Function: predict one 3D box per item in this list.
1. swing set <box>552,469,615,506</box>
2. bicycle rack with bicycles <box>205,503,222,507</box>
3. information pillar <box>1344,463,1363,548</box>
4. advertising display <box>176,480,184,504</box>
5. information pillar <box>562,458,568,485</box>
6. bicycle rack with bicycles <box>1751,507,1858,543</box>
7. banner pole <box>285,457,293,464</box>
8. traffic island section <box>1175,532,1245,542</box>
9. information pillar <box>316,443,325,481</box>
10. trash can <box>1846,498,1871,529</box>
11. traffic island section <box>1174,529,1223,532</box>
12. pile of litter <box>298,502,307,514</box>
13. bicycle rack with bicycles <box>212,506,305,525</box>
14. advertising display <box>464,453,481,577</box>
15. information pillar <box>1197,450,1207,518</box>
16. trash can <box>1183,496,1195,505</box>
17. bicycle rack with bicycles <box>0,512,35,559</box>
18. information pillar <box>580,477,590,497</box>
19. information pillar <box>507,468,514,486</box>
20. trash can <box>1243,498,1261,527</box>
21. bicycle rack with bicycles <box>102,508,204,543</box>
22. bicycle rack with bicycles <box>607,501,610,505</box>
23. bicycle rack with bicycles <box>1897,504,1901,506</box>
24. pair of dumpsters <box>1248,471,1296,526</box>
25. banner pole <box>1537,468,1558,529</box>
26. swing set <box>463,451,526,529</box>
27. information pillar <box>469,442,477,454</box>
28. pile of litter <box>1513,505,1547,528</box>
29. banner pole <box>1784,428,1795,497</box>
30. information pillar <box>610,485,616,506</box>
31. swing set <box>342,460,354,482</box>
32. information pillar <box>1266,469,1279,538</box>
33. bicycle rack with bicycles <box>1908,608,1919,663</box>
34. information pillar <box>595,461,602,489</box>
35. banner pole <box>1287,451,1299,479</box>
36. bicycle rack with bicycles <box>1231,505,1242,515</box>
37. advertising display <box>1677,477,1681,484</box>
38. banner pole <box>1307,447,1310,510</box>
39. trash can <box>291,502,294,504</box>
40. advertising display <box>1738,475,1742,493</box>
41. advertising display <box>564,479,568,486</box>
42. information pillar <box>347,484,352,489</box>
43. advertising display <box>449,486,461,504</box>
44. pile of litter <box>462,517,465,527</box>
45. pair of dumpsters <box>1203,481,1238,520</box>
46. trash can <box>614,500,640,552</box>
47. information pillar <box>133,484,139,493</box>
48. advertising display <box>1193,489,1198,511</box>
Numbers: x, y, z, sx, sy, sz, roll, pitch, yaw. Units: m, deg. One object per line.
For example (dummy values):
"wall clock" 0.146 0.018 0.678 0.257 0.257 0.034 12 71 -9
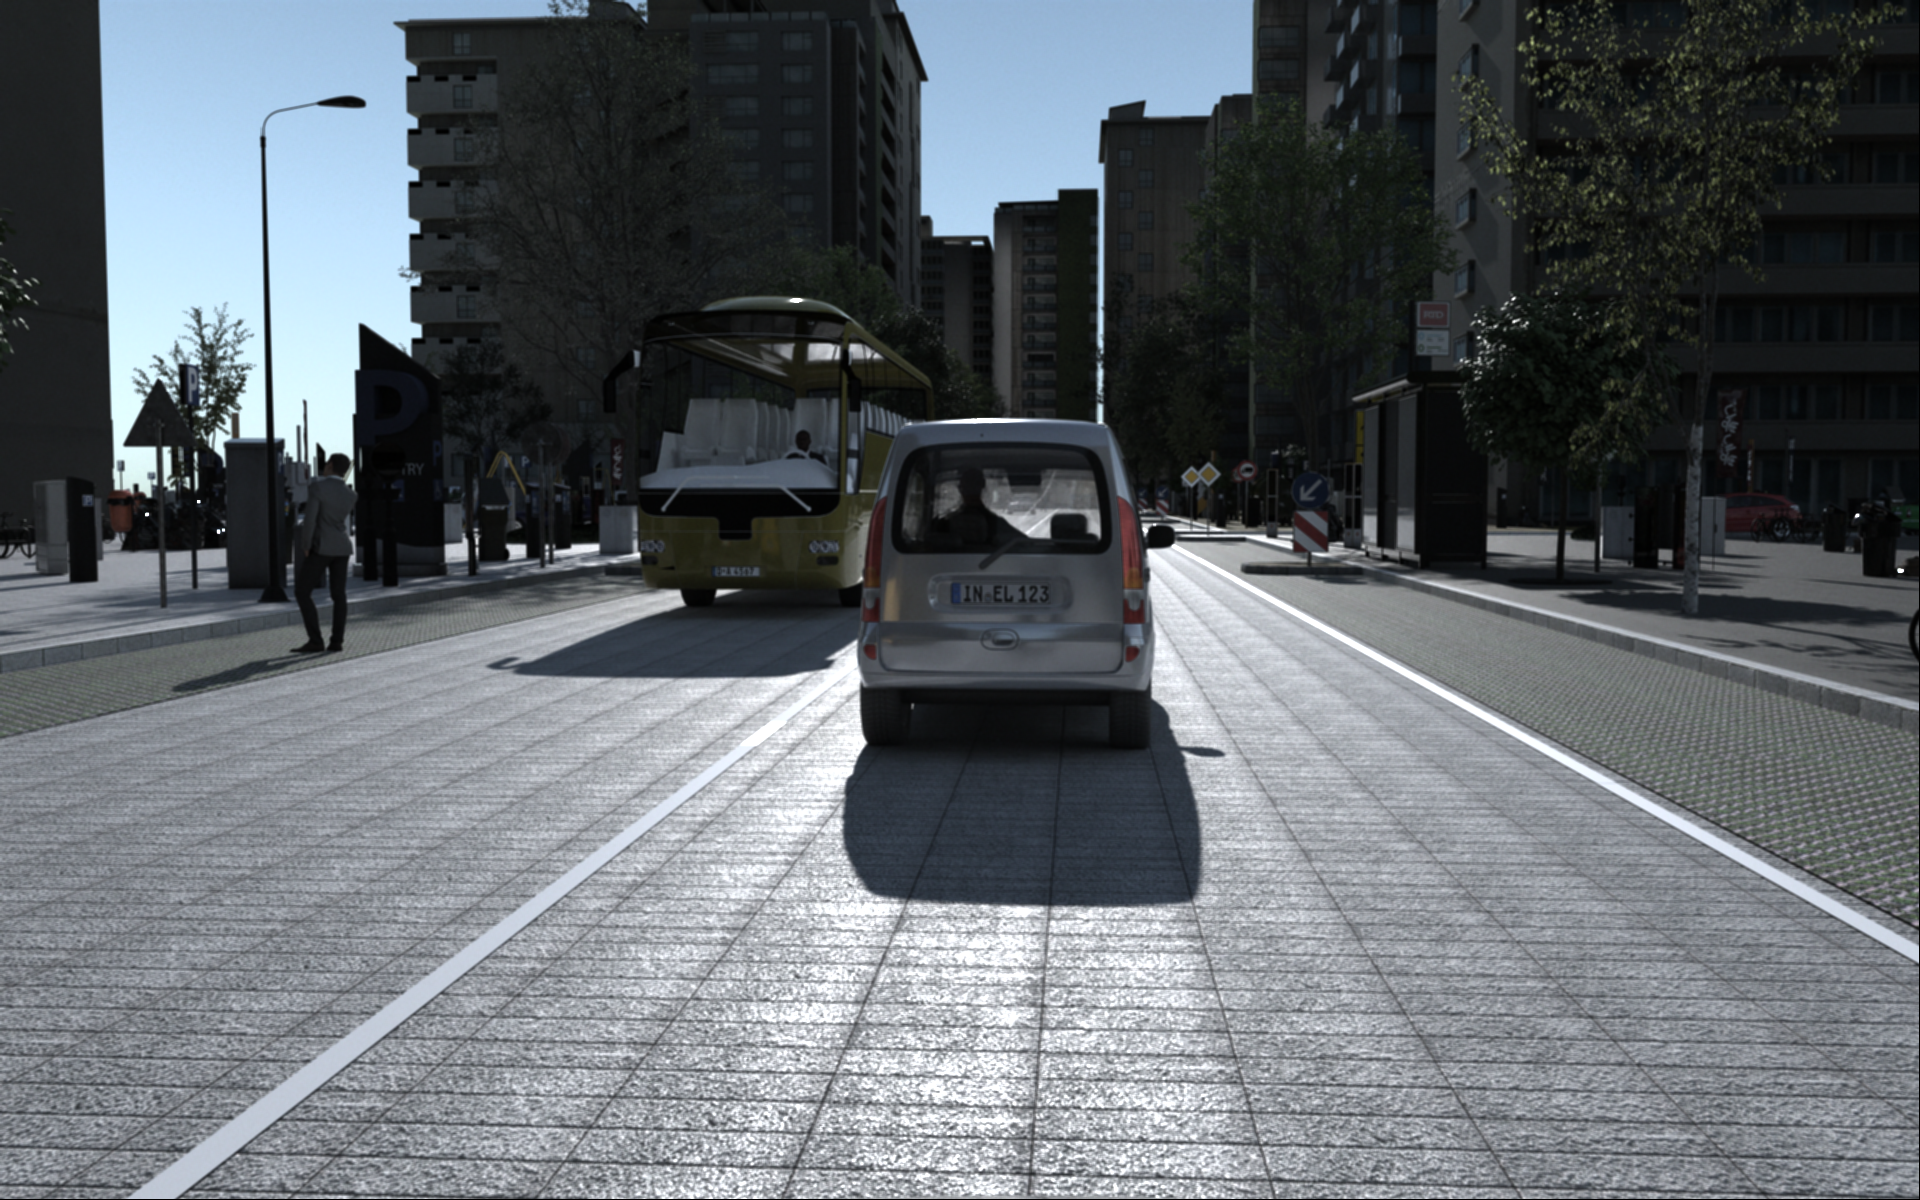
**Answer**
"swing set" -22.866 -6.649 106.333 3.119 2.851 2.862 -2 4 -35
"bicycle rack with bicycles" -30.842 -3.721 74.228 2.925 0.926 2.852 1 4 12
"information pillar" 9.318 -2.235 41.038 0.304 2.012 0.304 -2 4 -34
"advertising display" -37.086 -4.718 82.349 0.123 1.923 0.974 -1 4 -10
"information pillar" -22.516 -6.579 98.929 0.504 3.616 0.183 0 4 -8
"bicycle rack with bicycles" 22.406 -2.005 46.162 2.925 0.926 2.852 -1 4 -12
"banner pole" -39.928 -6.890 102.664 0.863 3.779 0.401 0 4 0
"traffic island section" 7.632 -1.888 53.150 2.009 0.180 2.903 0 4 4
"information pillar" -29.188 -5.370 79.148 0.183 3.616 0.504 1 4 21
"trash can" 30.897 -2.932 59.598 0.748 1.137 0.748 0 3 0
"traffic island section" 8.180 -2.375 61.116 2.009 0.180 2.903 0 4 4
"pile of litter" -42.125 -5.925 110.841 1.719 0.858 1.176 2 4 25
"bicycle rack with bicycles" -16.518 -1.830 43.300 2.852 0.926 2.925 1 4 10
"advertising display" -7.687 -1.353 27.334 0.123 1.923 0.974 -1 4 -9
"information pillar" 12.892 -6.172 92.274 0.504 3.616 0.183 2 4 24
"trash can" 14.060 -5.776 106.084 0.748 1.137 0.748 0 3 0
"bicycle rack with bicycles" -19.517 -1.269 34.137 2.852 0.926 2.925 2 4 25
"information pillar" -16.051 -4.260 74.135 0.304 2.012 0.304 -3 4 -36
"information pillar" -27.763 -7.076 107.040 0.504 3.616 0.183 2 4 23
"trash can" 11.387 -3.414 67.465 0.748 1.137 0.748 0 3 0
"bicycle rack with bicycles" -21.752 -1.925 44.863 2.852 0.926 2.925 0 4 4
"bicycle rack with bicycles" -26.663 -7.395 134.284 2.925 0.926 2.852 3 4 36
"bicycle rack with bicycles" 57.875 -5.544 104.019 2.925 0.926 2.852 -2 4 -31
"pair of dumpsters" 12.850 -4.217 71.443 1.574 2.255 4.437 0 4 4
"banner pole" 21.630 -4.511 63.769 0.401 3.779 0.863 -3 5 -44
"swing set" -16.970 -4.084 64.387 2.862 2.851 3.119 -1 4 -13
"information pillar" -21.858 -5.291 77.866 0.183 3.616 0.504 2 4 24
"pile of litter" 22.008 -3.238 66.900 1.176 0.858 1.719 0 4 3
"banner pole" 31.575 -4.646 65.987 0.863 3.779 0.401 -3 4 -37
"information pillar" -21.862 -6.398 109.093 0.304 2.012 0.304 0 4 2
"swing set" -26.910 -4.870 77.248 2.862 2.851 3.119 -1 4 -22
"information pillar" 9.221 -2.851 51.108 0.304 2.012 0.304 1 4 17
"bicycle rack with bicycles" 8.440 0.083 12.033 2.925 0.926 2.852 3 4 38
"information pillar" -25.163 -7.903 120.571 0.504 3.616 0.183 -2 4 -33
"banner pole" 19.358 -6.760 100.545 0.863 3.779 0.401 1 4 15
"bicycle rack with bicycles" 16.951 -5.833 108.748 2.925 0.926 2.852 0 4 -7
"advertising display" 26.762 -3.628 64.537 0.123 1.923 0.974 2 4 24
"banner pole" 16.803 -5.704 83.278 0.401 3.779 0.863 0 4 3
"trash can" -30.286 -4.064 78.106 0.748 1.137 0.748 0 3 0
"advertising display" 26.853 -3.329 59.651 0.123 1.923 0.974 2 4 25
"advertising display" -16.855 -4.217 74.164 0.123 1.923 0.974 -1 4 -14
"information pillar" -45.191 -7.574 128.324 0.304 2.012 0.304 -2 4 -33
"advertising display" -40.191 -8.113 137.855 0.974 1.923 0.123 0 4 -3
"pile of litter" -19.843 -3.237 66.883 1.176 0.858 1.719 3 5 40
"pair of dumpsters" 13.246 -5.202 87.545 1.574 2.255 4.437 0 4 4
"trash can" -7.358 -1.652 38.661 0.748 1.137 0.748 0 3 0
"information pillar" -58.586 -7.258 123.152 0.304 2.012 0.304 -3 5 -40
"advertising display" 15.946 -6.724 115.156 0.974 1.923 0.123 0 4 -7
